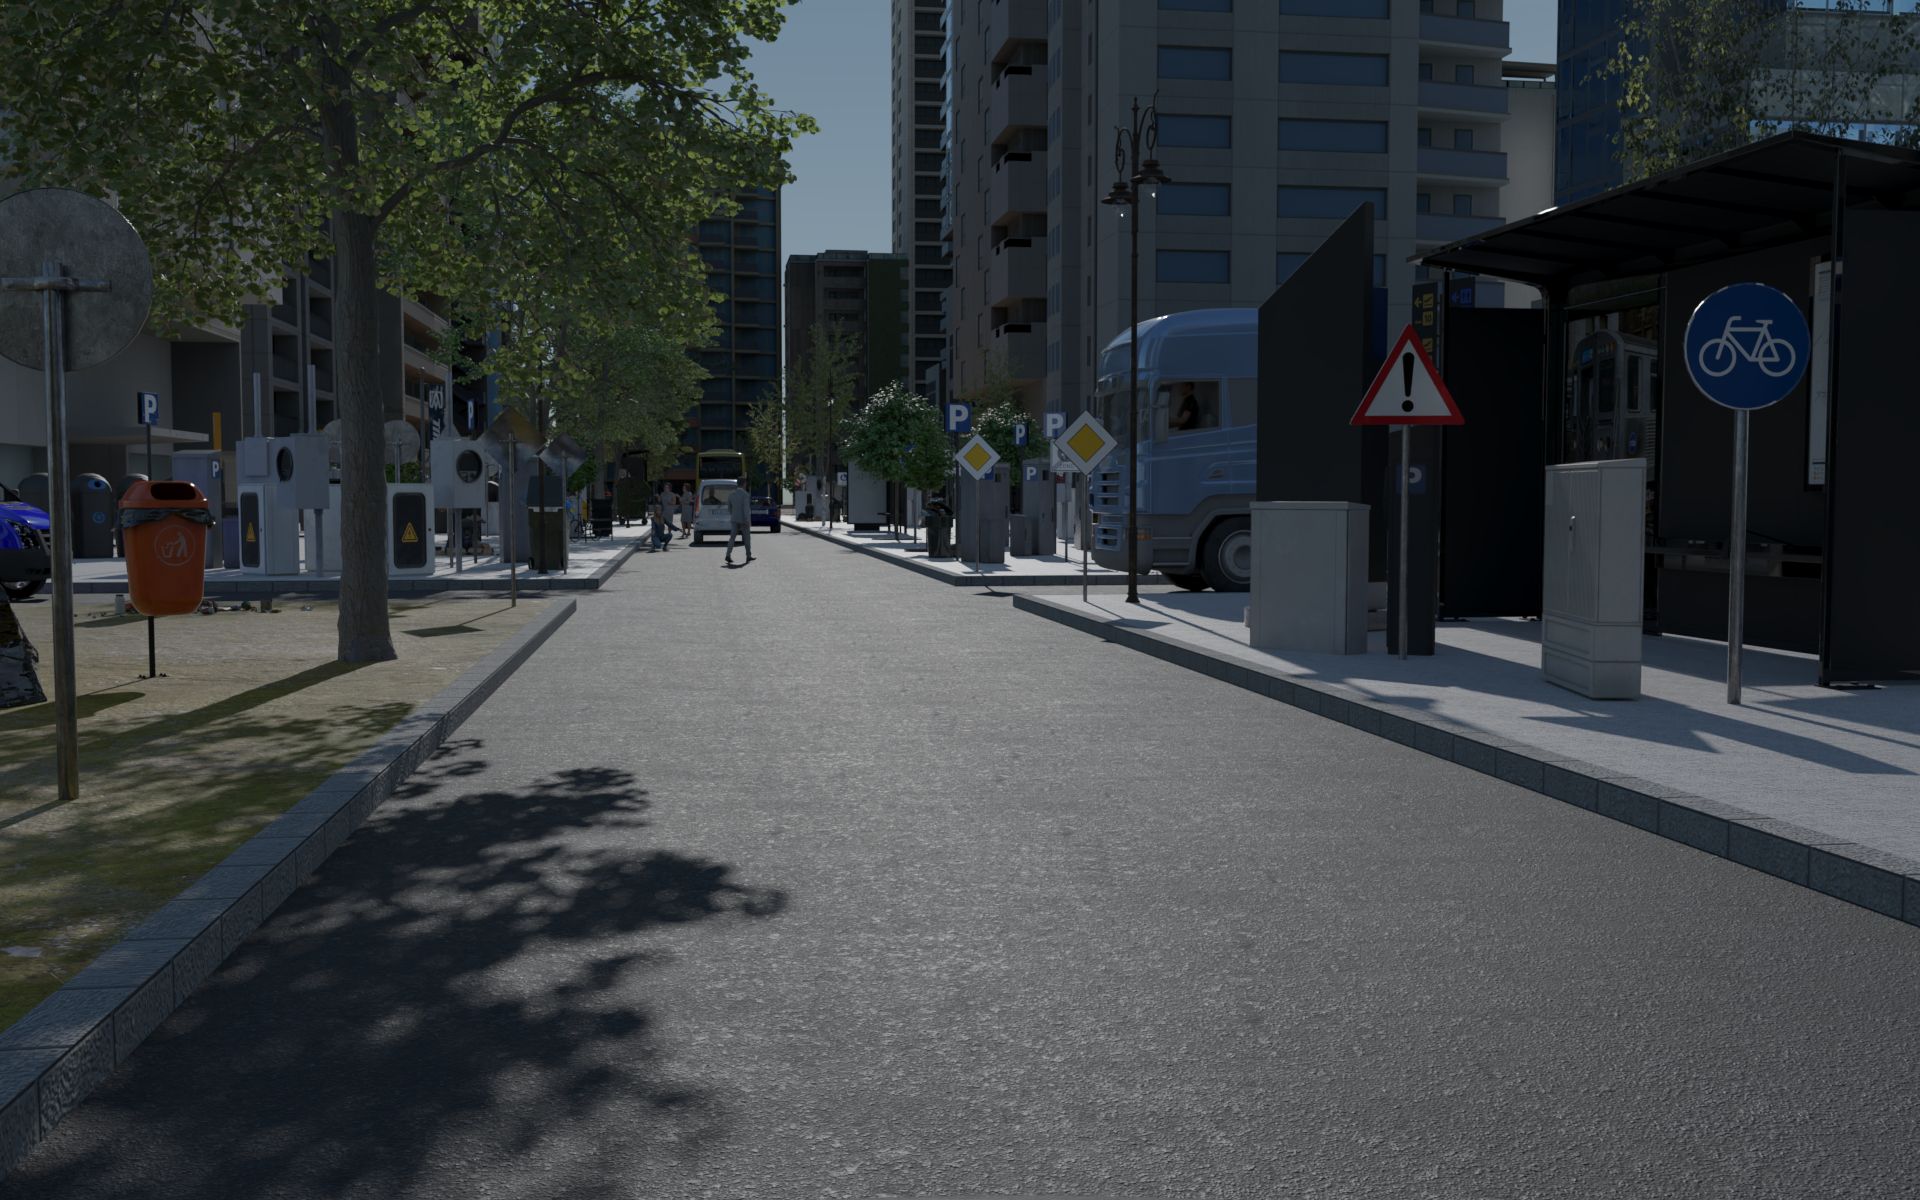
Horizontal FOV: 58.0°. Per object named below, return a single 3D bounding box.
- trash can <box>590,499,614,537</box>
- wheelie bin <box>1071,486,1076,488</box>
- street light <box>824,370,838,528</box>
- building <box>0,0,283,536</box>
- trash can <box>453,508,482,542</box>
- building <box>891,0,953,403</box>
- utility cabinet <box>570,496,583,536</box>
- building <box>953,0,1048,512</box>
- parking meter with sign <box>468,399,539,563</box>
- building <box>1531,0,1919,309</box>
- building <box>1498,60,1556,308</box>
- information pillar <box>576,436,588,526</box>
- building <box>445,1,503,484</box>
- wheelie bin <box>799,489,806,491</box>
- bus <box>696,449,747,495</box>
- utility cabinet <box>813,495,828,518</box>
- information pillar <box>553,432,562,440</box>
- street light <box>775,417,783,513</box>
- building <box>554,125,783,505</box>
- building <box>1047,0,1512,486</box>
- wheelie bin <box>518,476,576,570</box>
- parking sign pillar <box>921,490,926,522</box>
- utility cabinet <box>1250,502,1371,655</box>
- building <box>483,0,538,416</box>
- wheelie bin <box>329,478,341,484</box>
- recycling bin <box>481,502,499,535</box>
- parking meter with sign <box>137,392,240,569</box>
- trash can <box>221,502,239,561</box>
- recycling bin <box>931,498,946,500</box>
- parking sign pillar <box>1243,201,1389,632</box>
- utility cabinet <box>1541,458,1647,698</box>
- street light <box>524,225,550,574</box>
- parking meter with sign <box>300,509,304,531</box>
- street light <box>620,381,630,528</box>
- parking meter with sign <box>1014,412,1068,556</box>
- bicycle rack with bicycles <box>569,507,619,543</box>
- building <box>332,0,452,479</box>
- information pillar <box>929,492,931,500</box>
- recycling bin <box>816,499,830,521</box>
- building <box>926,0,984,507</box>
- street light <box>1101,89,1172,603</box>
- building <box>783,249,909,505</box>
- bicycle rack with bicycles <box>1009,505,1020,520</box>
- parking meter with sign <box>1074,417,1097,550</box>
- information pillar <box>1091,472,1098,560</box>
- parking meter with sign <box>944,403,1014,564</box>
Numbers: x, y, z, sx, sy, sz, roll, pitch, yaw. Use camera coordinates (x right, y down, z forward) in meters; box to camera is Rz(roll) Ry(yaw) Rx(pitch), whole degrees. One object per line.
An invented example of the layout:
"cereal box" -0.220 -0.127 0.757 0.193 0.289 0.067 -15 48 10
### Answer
"trash can" -10.801 -2.483 52.251 0.748 1.137 0.748 0 3 0
"wheelie bin" 4.629 -3.828 70.491 0.980 1.594 0.693 2 4 25
"street light" -4.819 -5.614 64.572 0.468 5.910 1.993 -1 4 -9
"building" -37.993 -28.410 53.742 28.713 52.752 27.495 -1 4 -9
"trash can" -11.083 -1.671 38.977 0.748 1.137 0.748 0 3 0
"building" 2.882 -47.361 212.610 20.611 71.187 20.563 -1 4 -9
"utility cabinet" -12.096 -2.567 53.140 1.020 1.237 0.306 -3 4 -38
"building" 14.666 -32.596 122.181 28.713 52.752 27.495 -1 4 -9
"parking meter with sign" -8.230 -2.207 32.352 1.738 3.016 0.543 -2 4 -27
"building" 34.657 -45.474 56.167 31.000 86.520 22.319 -1 4 -9
"building" 49.204 -29.554 166.796 14.086 41.232 14.154 -1 4 -9
"information pillar" -15.356 -4.823 70.213 0.183 3.616 0.504 3 5 41
"building" -48.394 -30.694 151.955 14.200 45.320 14.600 -1 4 -9
"wheelie bin" -8.900 -5.611 99.654 0.980 1.594 0.693 1 4 15
"bus" -13.057 -6.312 94.748 2.896 3.916 12.252 0 4 -8
"utility cabinet" -7.706 -5.087 94.338 1.020 1.237 0.306 1 4 12
"information pillar" -14.429 -4.337 62.265 0.183 3.616 0.504 2 4 28
"street light" -10.676 -7.933 102.494 0.468 5.910 1.993 -1 4 -9
"building" -35.732 -33.858 208.206 28.867 44.769 22.147 -1 4 -9
"building" 15.292 -33.616 91.622 21.231 58.520 28.212 -1 4 -9
"wheelie bin" -7.003 -1.316 29.424 0.980 1.594 0.693 0 4 -2
"parking sign pillar" -1.975 -5.119 72.164 1.447 3.967 1.447 -3 4 -38
"utility cabinet" 2.860 -0.186 14.208 0.306 1.237 1.020 -3 5 -40
"building" -65.475 -54.386 201.881 31.000 86.520 22.319 -1 4 -9
"wheelie bin" -12.463 -1.650 34.884 0.980 1.594 0.693 -3 4 -38
"recycling bin" -14.864 -2.576 54.676 0.722 1.027 0.722 1 4 10
"parking meter with sign" -13.139 -2.053 29.825 1.738 3.016 0.543 0 4 2
"trash can" -13.342 -1.245 32.017 0.748 1.137 0.748 0 3 0
"recycling bin" -1.300 -5.404 100.905 0.722 1.027 0.722 2 4 33
"parking sign pillar" 3.477 -1.723 16.649 1.447 3.967 1.447 -3 4 -38
"utility cabinet" 4.085 -0.157 11.245 0.318 1.500 1.173 0 4 4
"street light" -6.705 -3.356 27.663 0.468 5.910 1.993 -1 4 -9
"parking meter with sign" -23.285 -3.892 59.894 0.543 3.016 1.738 3 5 42
"street light" -12.522 -5.650 65.167 0.468 5.910 1.993 -1 4 -9
"parking meter with sign" 1.621 -2.448 36.283 0.543 3.016 1.738 2 4 30
"bicycle rack with bicycles" -10.670 -2.014 46.315 2.852 0.926 2.925 1 4 12
"building" -44.553 -29.650 108.473 21.300 48.544 21.600 -1 4 -9
"information pillar" -1.397 -4.314 75.030 0.304 2.012 0.304 0 4 4
"recycling bin" -6.454 -4.286 82.630 0.722 1.027 0.722 1 4 9
"building" 6.626 -51.268 150.902 22.319 86.520 31.000 -1 4 -9
"street light" 2.043 -2.907 20.324 0.468 5.910 1.993 -1 4 -9
"building" -13.753 -26.674 207.814 14.107 30.474 14.160 -1 4 -9
"bicycle rack with bicycles" 3.663 -4.033 79.319 2.925 0.926 2.852 0 4 0
"parking meter with sign" 2.953 -2.671 39.940 0.543 3.016 1.738 0 4 -8
"information pillar" 2.730 -1.796 33.860 0.304 2.012 0.304 1 4 11
"parking meter with sign" 0.319 -2.222 32.591 0.543 3.016 1.738 -2 4 -26
